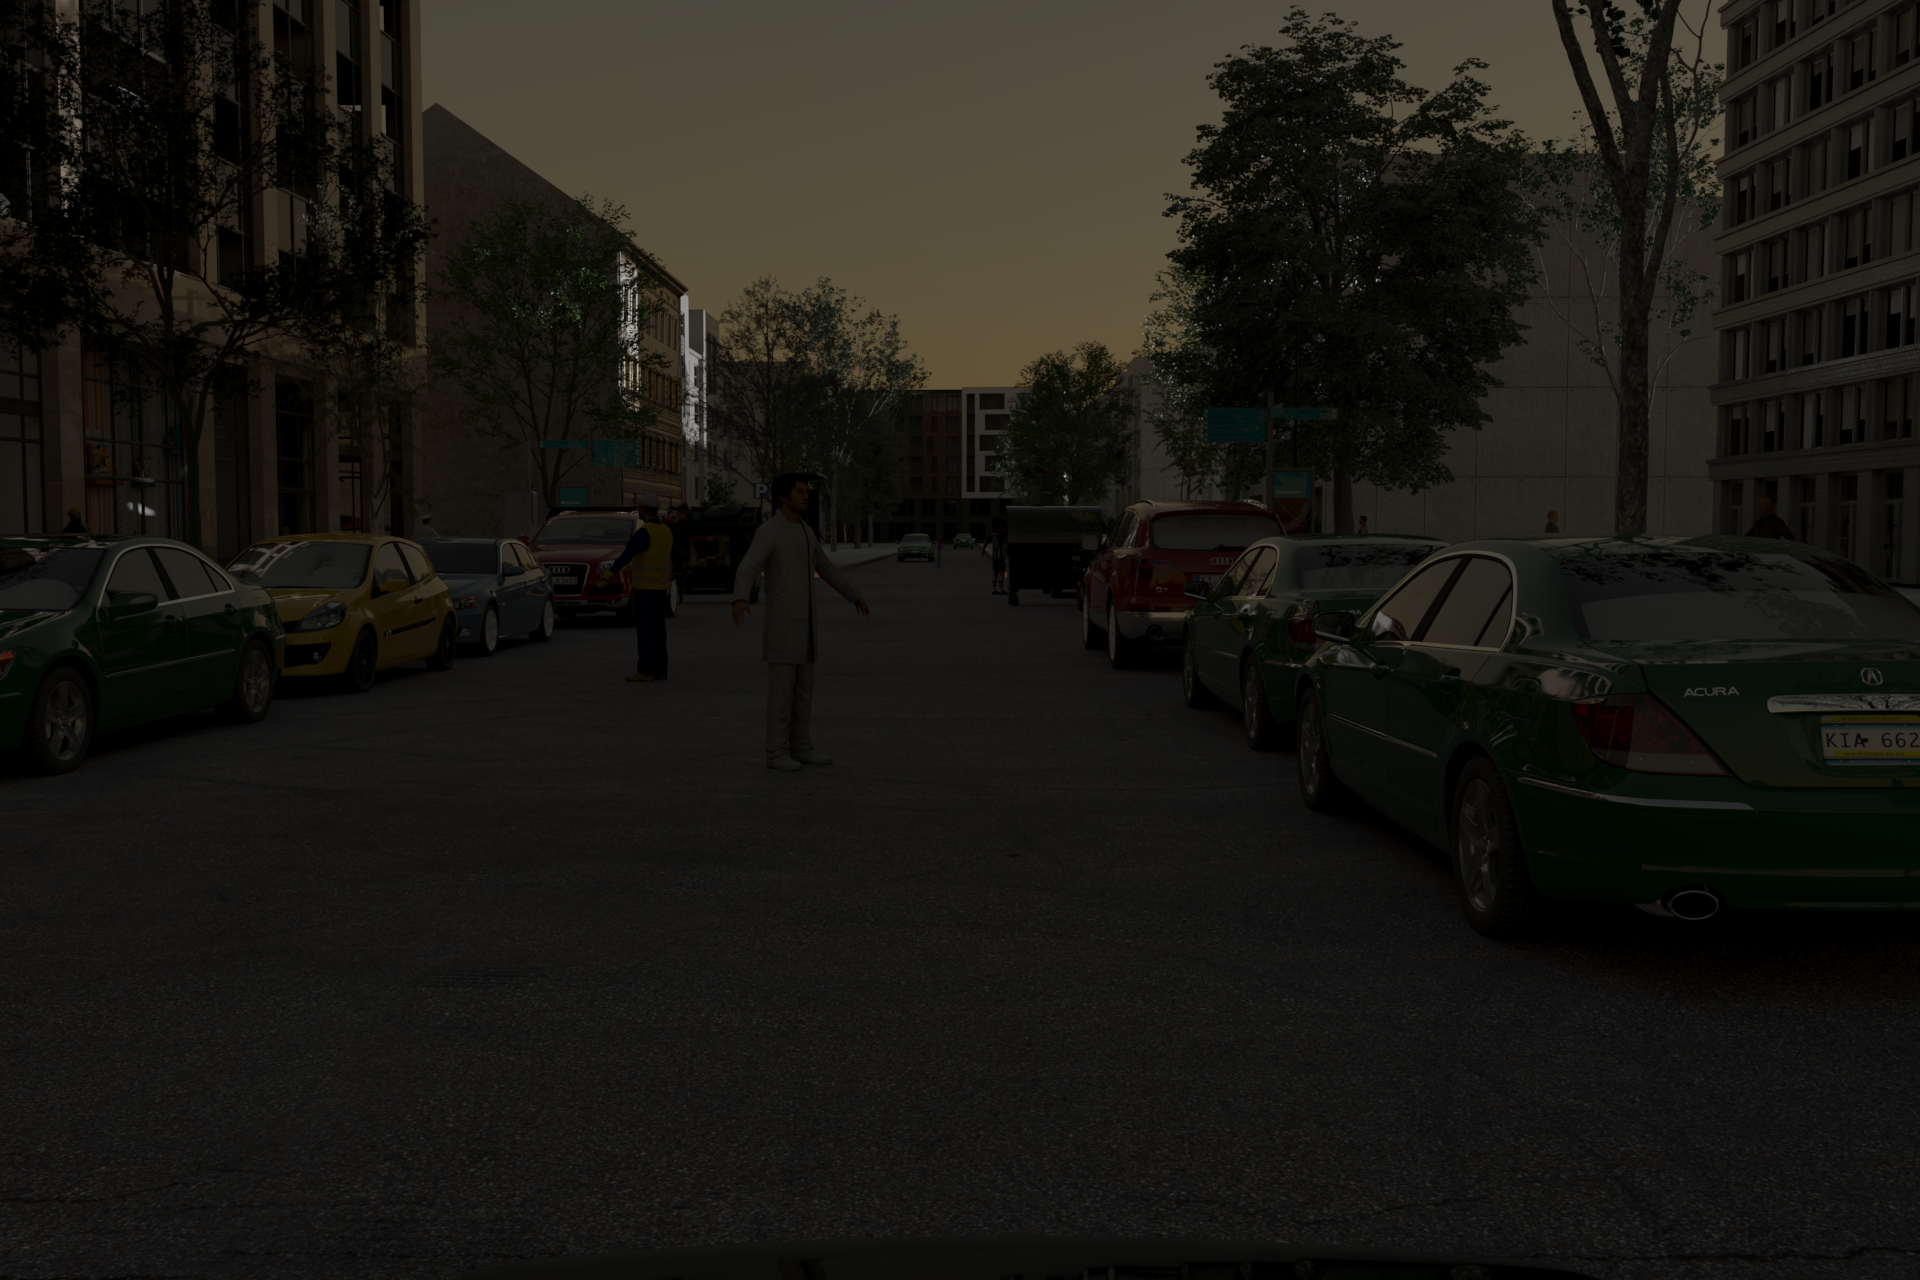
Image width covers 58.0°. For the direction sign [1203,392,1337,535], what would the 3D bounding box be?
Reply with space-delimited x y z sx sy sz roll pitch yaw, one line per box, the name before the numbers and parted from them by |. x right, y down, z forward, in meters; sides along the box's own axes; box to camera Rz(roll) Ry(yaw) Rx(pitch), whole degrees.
direction sign | 5.843 -2.654 32.159 2.525 3.948 1.411 0 4 0

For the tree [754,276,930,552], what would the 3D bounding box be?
tree | -8.535 -16.504 125.722 12.611 20.169 13.585 0 3 0

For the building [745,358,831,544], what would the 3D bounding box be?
building | -26.451 -24.154 225.846 19.493 23.208 18.063 0 4 1

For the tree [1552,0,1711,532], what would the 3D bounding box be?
tree | 7.254 -10.172 22.201 12.611 20.169 13.585 0 3 0

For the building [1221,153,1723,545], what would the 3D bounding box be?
building | 24.108 -13.628 89.269 16.747 18.905 31.486 0 4 1

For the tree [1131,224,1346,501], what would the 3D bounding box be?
tree | 9.234 -8.027 57.001 9.928 11.665 9.643 0 3 0

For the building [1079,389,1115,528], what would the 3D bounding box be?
building | 24.190 -24.289 228.050 19.493 23.208 18.063 0 3 0

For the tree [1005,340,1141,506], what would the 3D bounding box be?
tree | 5.997 -10.176 92.129 9.928 11.665 9.643 0 3 0

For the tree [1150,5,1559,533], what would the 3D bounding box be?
tree | 9.300 -8.265 41.790 9.857 13.997 8.962 0 3 0

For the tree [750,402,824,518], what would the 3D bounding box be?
tree | -9.246 -8.689 92.434 4.737 8.622 4.395 0 3 0

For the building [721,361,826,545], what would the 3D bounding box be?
building | -24.424 -19.976 193.061 16.747 18.905 31.486 0 4 -1

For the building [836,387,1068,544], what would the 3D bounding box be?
building | -0.749 -24.884 253.279 32.646 21.610 27.936 0 4 5

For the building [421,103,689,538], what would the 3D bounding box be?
building | -26.544 -16.325 97.849 19.493 23.208 18.063 0 4 1

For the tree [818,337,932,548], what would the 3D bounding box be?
tree | -9.062 -18.905 164.990 12.611 20.169 13.585 0 3 0

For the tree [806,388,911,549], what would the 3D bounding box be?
tree | -8.994 -14.893 150.152 9.857 13.997 8.962 0 3 0

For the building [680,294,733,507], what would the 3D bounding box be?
building | -28.508 -16.523 136.610 16.747 18.905 31.486 0 4 0

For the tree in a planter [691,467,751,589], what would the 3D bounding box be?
tree in a planter | -6.418 -2.989 46.087 1.991 3.239 1.994 0 4 1

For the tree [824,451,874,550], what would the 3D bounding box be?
tree | -9.304 -11.576 139.624 4.360 8.622 3.978 0 3 0

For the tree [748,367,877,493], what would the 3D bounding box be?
tree | -8.830 -10.891 103.828 9.928 11.665 9.643 0 3 0

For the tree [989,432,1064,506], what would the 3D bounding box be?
tree | 6.364 -14.133 156.827 9.928 11.665 9.643 0 3 0

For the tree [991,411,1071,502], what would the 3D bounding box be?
tree | 6.315 -13.102 139.977 9.928 11.665 9.643 0 3 0

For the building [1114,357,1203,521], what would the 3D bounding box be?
building | 25.817 -19.261 181.377 16.747 18.905 31.486 0 4 1

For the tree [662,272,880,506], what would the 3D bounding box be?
tree | -8.878 -10.516 82.304 12.009 13.543 11.850 0 3 0

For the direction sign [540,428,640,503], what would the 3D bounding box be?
direction sign | -9.324 -3.396 44.281 2.525 3.948 1.411 0 4 0

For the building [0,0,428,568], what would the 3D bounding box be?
building | -31.709 -17.231 47.957 22.709 31.103 35.509 0 4 1

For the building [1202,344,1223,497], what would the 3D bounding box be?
building | 23.624 -16.798 131.065 16.016 20.090 11.380 0 4 1

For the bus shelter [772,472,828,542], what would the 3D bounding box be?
bus shelter | -6.290 -4.725 68.543 1.731 3.624 6.357 0 4 0

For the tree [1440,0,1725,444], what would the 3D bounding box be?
tree | 23.873 -12.713 63.746 12.611 20.169 13.585 0 3 0

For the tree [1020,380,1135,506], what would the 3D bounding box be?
tree | 7.025 -10.239 101.827 7.601 10.594 8.767 -2 4 -32

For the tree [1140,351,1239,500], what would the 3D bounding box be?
tree | 9.078 -7.158 67.394 4.737 8.622 4.395 0 3 0

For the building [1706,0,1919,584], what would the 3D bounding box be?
building | 26.412 -12.023 43.256 8.464 21.280 15.925 0 4 1

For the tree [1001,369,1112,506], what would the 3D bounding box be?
tree | 6.360 -12.179 117.251 7.486 12.596 7.792 0 3 0

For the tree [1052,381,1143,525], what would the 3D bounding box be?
tree | 6.068 -8.190 84.265 4.360 8.622 3.978 0 3 0

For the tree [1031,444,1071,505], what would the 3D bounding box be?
tree | 6.267 -10.822 127.305 4.360 8.622 3.978 0 3 0
